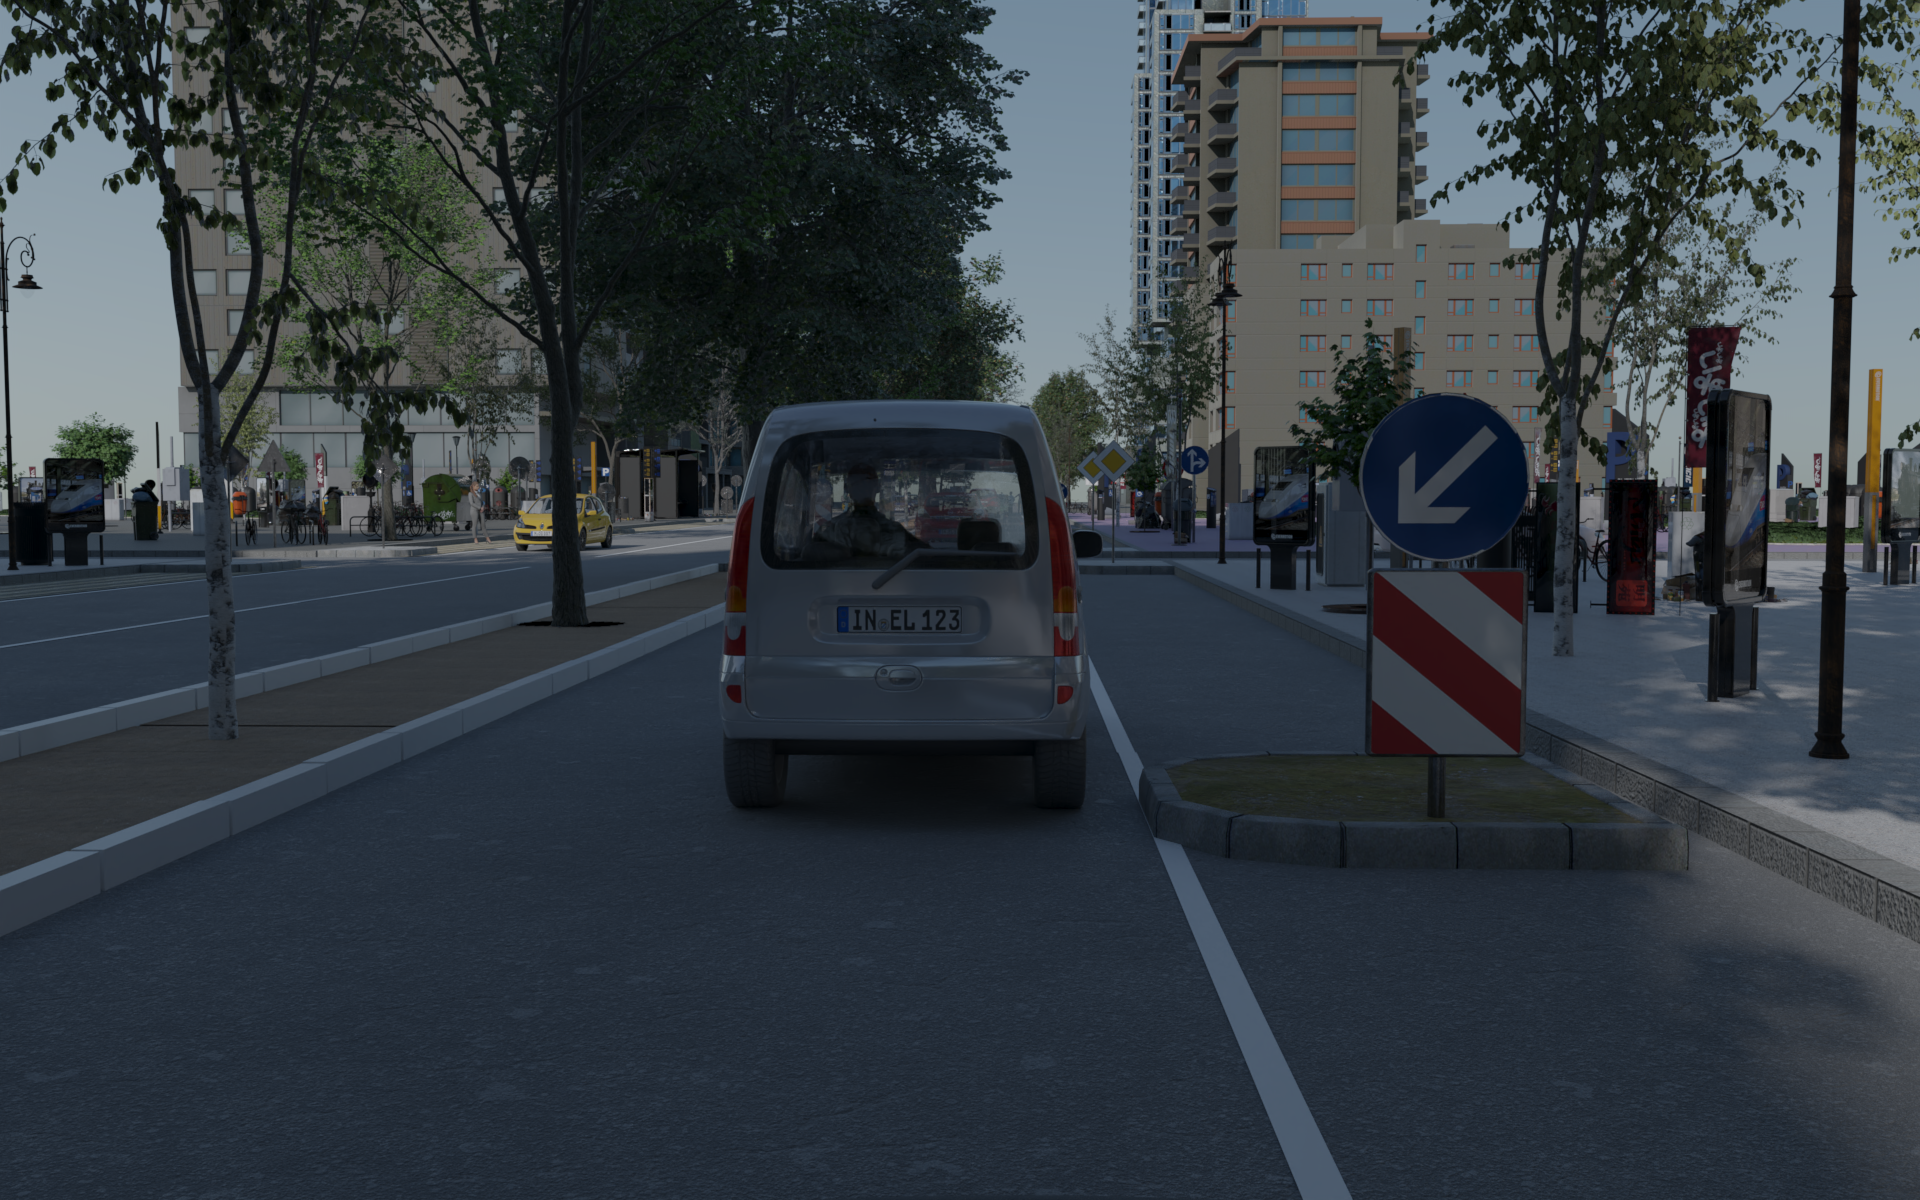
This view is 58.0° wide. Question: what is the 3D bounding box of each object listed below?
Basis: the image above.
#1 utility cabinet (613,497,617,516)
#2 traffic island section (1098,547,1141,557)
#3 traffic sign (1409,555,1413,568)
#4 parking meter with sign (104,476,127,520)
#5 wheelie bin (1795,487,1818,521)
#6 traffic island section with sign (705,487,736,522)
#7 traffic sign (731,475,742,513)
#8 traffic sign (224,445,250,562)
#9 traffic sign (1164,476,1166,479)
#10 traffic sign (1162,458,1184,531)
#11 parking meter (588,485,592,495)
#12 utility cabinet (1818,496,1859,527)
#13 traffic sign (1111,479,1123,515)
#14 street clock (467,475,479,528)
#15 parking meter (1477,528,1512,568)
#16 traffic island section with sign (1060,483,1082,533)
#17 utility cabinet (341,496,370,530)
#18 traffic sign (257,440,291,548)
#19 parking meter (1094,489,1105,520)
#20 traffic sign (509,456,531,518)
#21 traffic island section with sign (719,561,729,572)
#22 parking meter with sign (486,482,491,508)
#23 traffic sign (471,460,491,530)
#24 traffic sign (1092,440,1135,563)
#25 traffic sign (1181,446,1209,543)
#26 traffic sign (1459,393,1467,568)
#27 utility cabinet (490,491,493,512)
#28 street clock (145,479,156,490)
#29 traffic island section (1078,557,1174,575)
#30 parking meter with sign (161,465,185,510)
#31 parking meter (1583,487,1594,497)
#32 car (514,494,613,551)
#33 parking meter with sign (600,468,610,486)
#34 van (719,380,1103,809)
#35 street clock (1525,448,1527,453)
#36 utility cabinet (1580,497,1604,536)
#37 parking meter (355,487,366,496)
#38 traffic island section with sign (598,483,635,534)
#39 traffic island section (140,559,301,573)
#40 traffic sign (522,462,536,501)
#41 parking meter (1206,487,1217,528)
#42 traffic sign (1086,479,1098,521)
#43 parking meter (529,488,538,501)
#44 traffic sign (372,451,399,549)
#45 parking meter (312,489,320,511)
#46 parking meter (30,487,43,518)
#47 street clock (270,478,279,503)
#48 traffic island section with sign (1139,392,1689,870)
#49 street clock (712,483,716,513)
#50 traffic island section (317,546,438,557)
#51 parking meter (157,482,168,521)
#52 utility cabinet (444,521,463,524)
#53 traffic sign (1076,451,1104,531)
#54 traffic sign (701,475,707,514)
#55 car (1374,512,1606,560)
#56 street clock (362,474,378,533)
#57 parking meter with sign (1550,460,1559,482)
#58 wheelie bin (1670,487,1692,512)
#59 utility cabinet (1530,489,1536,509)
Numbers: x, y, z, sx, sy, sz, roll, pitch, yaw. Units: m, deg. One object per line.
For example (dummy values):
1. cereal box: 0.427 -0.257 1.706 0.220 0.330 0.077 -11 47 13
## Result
1. utility cabinet: -19.688 -5.522 98.961 0.318 1.500 1.173 2 4 31
2. traffic island section: 3.109 -1.098 40.230 2.009 0.180 2.903 0 4 2
3. traffic sign: 6.638 -1.426 25.440 0.606 2.300 0.079 0 4 8
4. parking meter with sign: -42.393 -5.491 86.043 1.738 3.016 0.543 -2 4 -29
5. wheelie bin: 42.997 -4.905 88.102 0.693 1.594 0.980 -3 5 -43
6. traffic island section with sign: -12.119 -4.973 89.942 1.989 1.847 2.006 0 4 2
7. traffic sign: -14.954 -7.080 115.860 0.768 2.556 0.104 0 4 4
8. traffic sign: -13.789 -1.776 32.685 0.795 2.450 0.064 0 4 2
9. traffic sign: 9.061 -4.520 74.012 0.768 2.556 0.104 0 4 3
10. traffic sign: 7.348 -3.651 59.799 0.768 2.556 0.104 1 4 9
11. parking meter: -23.487 -6.412 110.544 0.255 1.863 0.399 3 4 38
12. utility cabinet: 25.614 -2.406 50.502 0.306 1.237 1.020 -3 5 -41
13. traffic sign: 8.079 -5.359 87.624 0.884 2.594 0.081 1 4 10
14. street clock: -18.503 -3.742 65.748 0.471 2.002 0.358 -2 4 -28
15. parking meter: 6.054 -0.686 19.627 0.372 1.533 0.369 0 3 0
16. traffic island section with sign: 3.437 -3.298 62.553 1.989 1.847 2.006 0 4 2
17. utility cabinet: -21.490 -3.092 61.716 1.020 1.237 0.306 -2 4 -34
18. traffic sign: -16.429 -2.536 41.466 0.884 2.594 0.081 1 4 11
19. parking meter: 6.864 -4.636 84.205 0.372 1.533 0.369 0 3 0
20. traffic sign: -14.895 -3.576 58.572 0.768 2.556 0.104 0 4 8
21. traffic island section with sign: -3.426 -1.501 32.673 2.006 1.907 1.989 0 4 2
22. parking meter with sign: -29.295 -6.758 106.753 0.543 3.016 1.738 -2 4 -30
23. traffic sign: -17.135 -3.783 61.952 0.768 2.556 0.104 0 4 8
24. traffic sign: 2.848 -1.745 32.171 0.795 2.450 0.064 0 4 2
25. traffic sign: 6.178 -2.789 45.709 0.768 2.556 0.104 0 4 2
26. traffic sign: 6.470 -1.364 22.306 0.884 2.594 0.081 0 4 6
27. utility cabinet: -30.550 -6.346 112.440 0.318 1.500 1.173 2 4 34
28. street clock: -39.858 -4.936 85.278 0.471 2.002 0.358 -3 5 -42
29. traffic island section: 2.871 -0.610 32.248 2.009 0.180 2.903 0 4 2
30. parking meter with sign: -47.149 -6.542 103.218 1.738 3.016 0.543 0 4 -3
31. parking meter: 23.721 -3.483 65.351 0.372 1.533 0.369 0 3 0
32. car: -10.223 -2.109 44.700 2.015 1.641 3.980 0 4 3
33. parking meter with sign: -23.504 -7.217 114.252 0.543 3.016 1.738 0 4 -1
34. van: -0.209 -0.138 9.269 2.013 2.044 4.112 0 4 1
35. street clock: 6.836 -1.052 21.767 0.471 2.002 0.358 0 4 -3
36. utility cabinet: 15.148 -1.902 42.258 1.020 1.237 0.306 2 4 35
37. parking meter: -22.661 -3.492 65.502 0.372 1.533 0.369 0 3 0
38. traffic island section with sign: -12.918 -3.325 62.999 1.989 1.847 2.006 0 4 2
39. traffic island section: -13.813 -0.640 32.747 2.009 0.180 2.903 0 4 2
40. traffic sign: -16.967 -4.142 67.828 0.768 2.556 0.104 1 4 10
41. parking meter: 9.436 -3.461 65.001 0.372 1.533 0.369 0 3 0
42. traffic sign: 6.320 -4.951 83.085 0.606 2.300 0.079 1 4 9
43. parking meter: -17.077 -3.728 69.364 0.372 1.533 0.369 0 3 0
44. traffic sign: -13.552 -2.264 40.666 0.795 2.450 0.064 0 4 2
45. parking meter: -32.389 -4.815 87.134 0.372 1.533 0.369 0 3 0
46. parking meter: -31.995 -3.157 60.021 0.372 1.533 0.369 0 3 0
47. street clock: -31.656 -4.604 79.849 0.471 2.002 0.358 0 4 -6
48. traffic island section with sign: 1.814 0.065 7.563 1.989 1.847 2.006 0 4 2
49. street clock: -16.426 -6.823 116.123 0.358 2.002 0.471 -3 5 -43
50. traffic island section: -13.575 -1.128 40.728 2.009 0.180 2.903 0 4 2
51. parking meter: -37.781 -4.670 82.070 0.255 1.863 0.399 3 4 36
52. utility cabinet: -22.039 -3.912 75.128 1.020 1.237 0.306 2 4 27
53. traffic sign: 3.085 -2.233 40.153 0.795 2.450 0.064 0 4 2
54. traffic sign: -17.050 -6.966 114.006 0.768 2.556 0.104 0 4 6
55. car: 10.771 -1.422 35.615 4.827 1.381 2.083 0 4 2
56. street clock: -19.627 -3.250 57.700 0.471 2.002 0.358 1 4 12
57. parking meter with sign: 30.480 -5.654 88.701 0.543 3.016 1.738 1 4 13
58. wheelie bin: 31.739 -4.168 76.051 0.980 1.594 0.693 0 4 -4
59. utility cabinet: 24.007 -3.882 72.145 1.173 1.500 0.318 -3 5 -41
